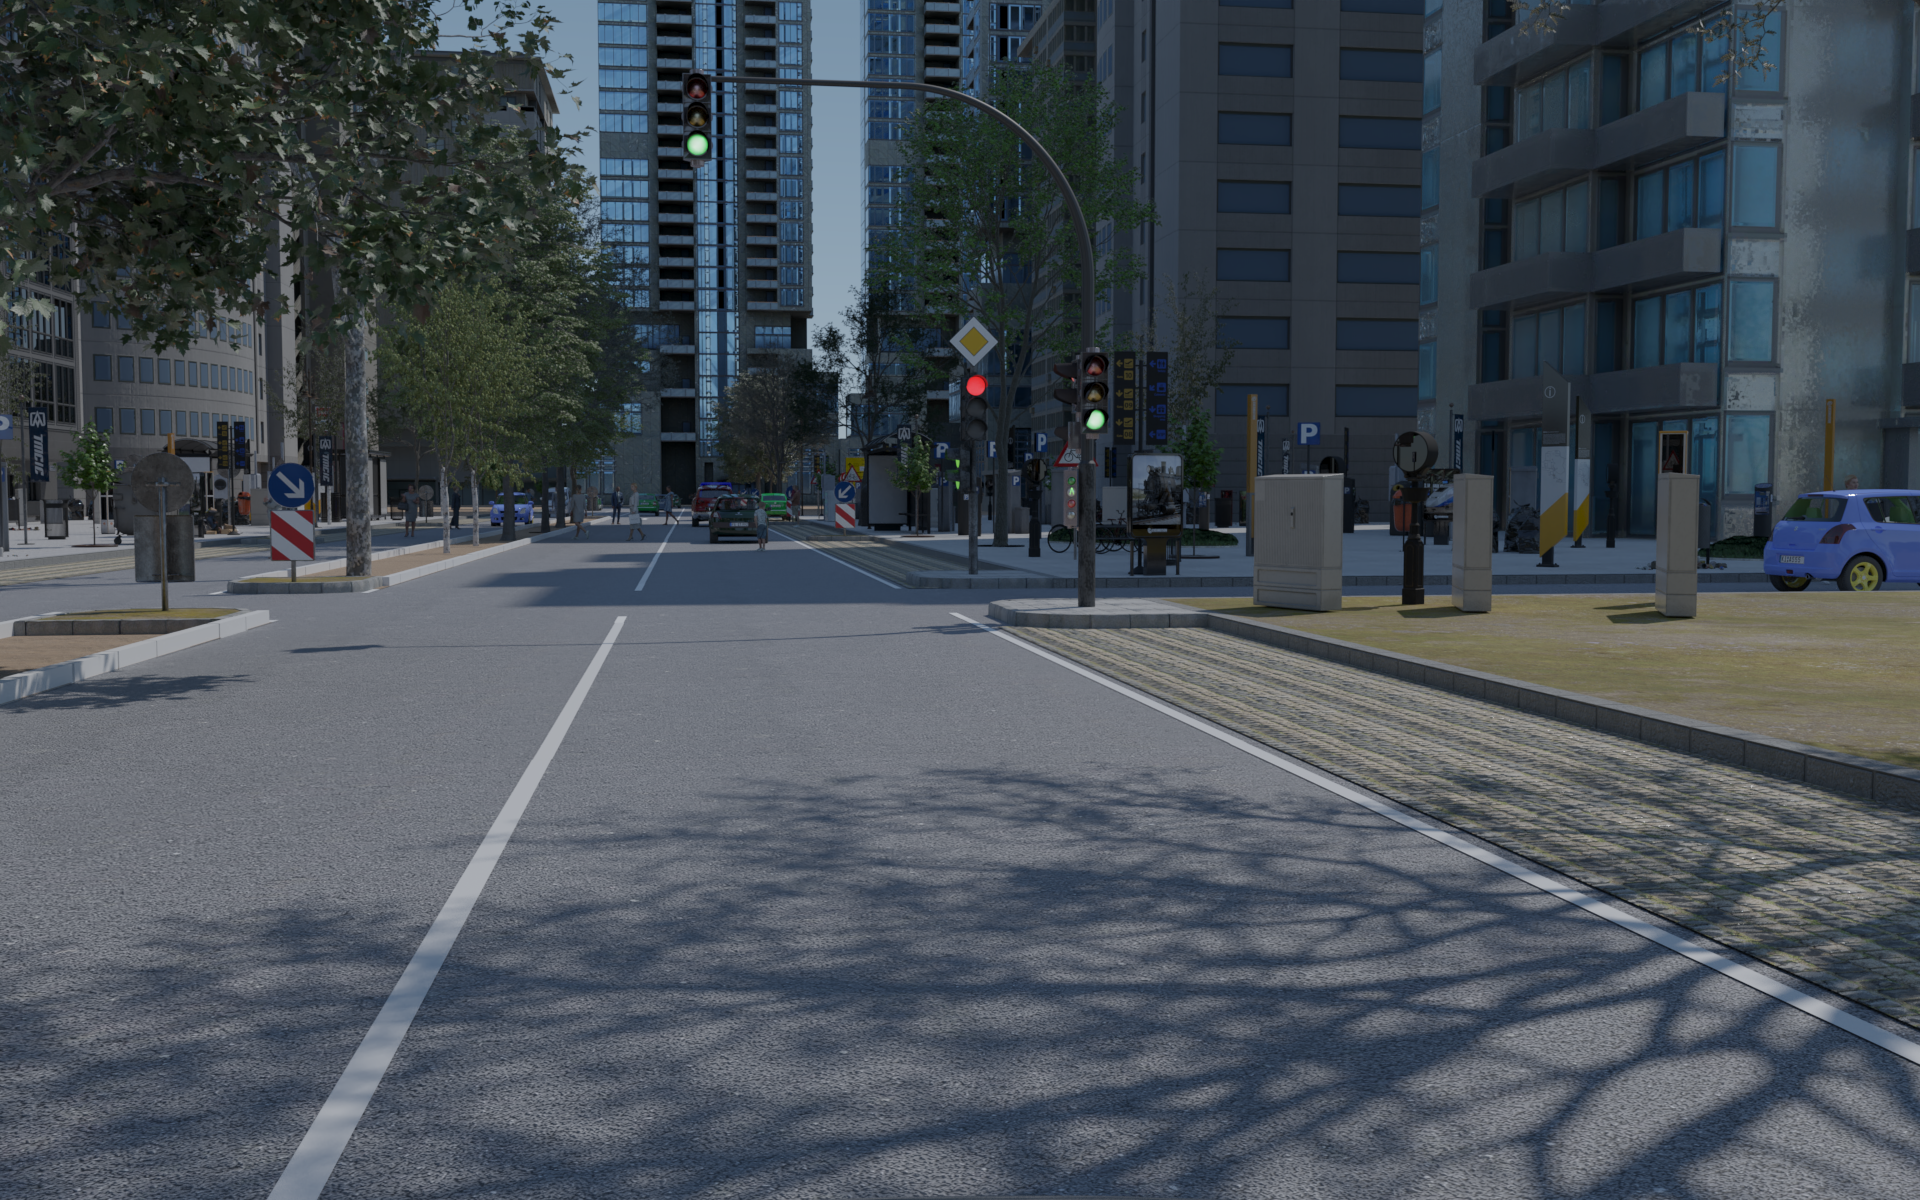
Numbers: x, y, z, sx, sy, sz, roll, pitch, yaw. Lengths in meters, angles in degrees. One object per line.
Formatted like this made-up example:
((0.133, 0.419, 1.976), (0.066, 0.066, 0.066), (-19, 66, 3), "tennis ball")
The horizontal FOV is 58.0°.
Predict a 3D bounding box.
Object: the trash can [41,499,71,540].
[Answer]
((-25.471, -2.273, 48.811), (0.748, 1.137, 0.748), (0, 3, 0), "trash can")

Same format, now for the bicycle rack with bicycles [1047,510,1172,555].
((3.344, -1.479, 37.559), (2.925, 0.926, 2.852), (0, 4, -6), "bicycle rack with bicycles")

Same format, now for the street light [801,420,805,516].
((-9.279, -7.888, 101.751), (0.468, 5.910, 1.993), (-1, 4, -9), "street light")

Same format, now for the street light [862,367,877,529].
((-3.316, -5.531, 63.228), (0.468, 5.910, 1.993), (-1, 4, -9), "street light")

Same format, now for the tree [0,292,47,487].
((-31.558, -6.458, 55.953), (4.360, 8.622, 3.978), (0, 3, 0), "tree")

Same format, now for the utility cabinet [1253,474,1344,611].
((3.738, -0.646, 19.243), (0.318, 1.500, 1.173), (-2, 4, -28), "utility cabinet")

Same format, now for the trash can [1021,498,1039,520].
((2.614, -3.226, 64.396), (0.748, 1.137, 0.748), (0, 3, 0), "trash can")

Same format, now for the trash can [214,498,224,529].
((-26.113, -2.988, 60.506), (0.748, 1.137, 0.748), (0, 3, 0), "trash can")

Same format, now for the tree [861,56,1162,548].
((1.088, -7.086, 41.613), (9.928, 11.665, 9.643), (0, 3, 0), "tree")

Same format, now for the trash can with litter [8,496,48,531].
((-33.091, -3.051, 60.934), (2.233, 1.210, 1.678), (1, 4, 16), "trash can with litter")

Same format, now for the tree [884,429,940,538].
((-1.176, -3.472, 51.375), (1.663, 3.219, 1.824), (0, 3, 0), "tree")

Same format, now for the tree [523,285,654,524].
((-18.502, -9.472, 83.087), (9.928, 11.665, 9.643), (0, 3, 0), "tree")

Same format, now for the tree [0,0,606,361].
((-7.560, -5.677, 12.279), (9.611, 12.733, 9.660), (0, 3, 0), "tree")

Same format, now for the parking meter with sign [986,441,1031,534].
((1.601, -3.662, 56.136), (0.543, 3.016, 1.738), (-3, 4, -37), "parking meter with sign")

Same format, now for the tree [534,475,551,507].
((-42.076, -11.015, 174.697), (1.663, 3.219, 1.824), (0, 3, 0), "tree")

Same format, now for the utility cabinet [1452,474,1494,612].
((5.677, -0.641, 19.167), (0.318, 1.500, 1.173), (1, 4, 10), "utility cabinet")

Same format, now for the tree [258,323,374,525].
((-26.674, -7.462, 72.365), (4.360, 8.622, 3.978), (0, 3, 0), "tree")

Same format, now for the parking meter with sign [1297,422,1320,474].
((8.696, -2.856, 42.952), (0.543, 3.016, 1.738), (1, 4, 15), "parking meter with sign")

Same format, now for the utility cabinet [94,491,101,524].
((-36.833, -4.029, 74.546), (0.318, 1.500, 1.173), (0, 4, 6), "utility cabinet")

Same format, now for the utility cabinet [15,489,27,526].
((-37.704, -3.722, 69.528), (0.318, 1.500, 1.173), (-2, 4, -34), "utility cabinet")

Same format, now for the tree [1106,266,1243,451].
((6.997, -6.445, 55.736), (4.360, 8.622, 3.978), (0, 3, 0), "tree")

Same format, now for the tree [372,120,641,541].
((-13.958, -8.097, 52.966), (7.486, 12.596, 7.792), (0, 3, 0), "tree")

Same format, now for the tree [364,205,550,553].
((-12.267, -5.403, 41.163), (4.737, 8.622, 4.395), (0, 3, 0), "tree")

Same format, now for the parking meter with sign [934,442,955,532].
((-0.480, -3.841, 59.059), (0.543, 3.016, 1.738), (0, 4, 8), "parking meter with sign")

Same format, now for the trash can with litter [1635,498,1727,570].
((12.421, -1.155, 29.946), (2.233, 1.210, 1.678), (-2, 4, -28), "trash can with litter")

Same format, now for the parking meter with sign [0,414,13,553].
((-21.474, -2.590, 38.600), (0.543, 3.016, 1.738), (-2, 4, -34), "parking meter with sign")

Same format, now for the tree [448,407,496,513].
((-33.475, -10.324, 119.159), (4.360, 8.622, 3.978), (0, 3, 0), "tree")

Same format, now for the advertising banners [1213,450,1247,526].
((10.595, -4.430, 68.617), (2.074, 3.025, 0.090), (-1, 4, -9), "advertising banners")

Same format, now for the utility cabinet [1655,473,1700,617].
((7.618, -0.593, 18.381), (0.318, 1.500, 1.173), (1, 4, 17), "utility cabinet")

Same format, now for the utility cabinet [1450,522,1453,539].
((14.332, -2.329, 49.233), (0.306, 1.237, 1.020), (-2, 4, -27), "utility cabinet")

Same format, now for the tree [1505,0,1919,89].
((5.609, -5.955, 7.733), (12.009, 13.543, 11.850), (0, 3, 0), "tree")

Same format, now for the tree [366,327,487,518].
((-28.456, -9.588, 91.176), (7.601, 10.594, 8.767), (0, 4, -7), "tree")

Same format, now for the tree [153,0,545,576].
((-11.808, -10.513, 30.241), (12.611, 20.169, 13.585), (0, 3, 0), "tree")

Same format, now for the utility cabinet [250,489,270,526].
((-27.689, -3.693, 69.060), (1.173, 1.500, 0.318), (1, 4, 18), "utility cabinet")

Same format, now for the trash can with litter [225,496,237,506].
((-40.189, -5.110, 94.940), (0.624, 1.170, 1.055), (3, 4, 36), "trash can with litter")

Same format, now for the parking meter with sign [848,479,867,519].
((-5.004, -5.617, 88.100), (0.543, 3.016, 1.738), (2, 4, 34), "parking meter with sign")

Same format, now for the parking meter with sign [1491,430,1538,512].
((15.358, -3.113, 47.151), (1.738, 3.016, 0.543), (1, 4, 17), "parking meter with sign")

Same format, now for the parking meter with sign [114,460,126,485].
((-42.455, -5.623, 88.202), (0.543, 3.016, 1.738), (-3, 5, -44), "parking meter with sign")

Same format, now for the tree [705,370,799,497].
((-20.426, -16.350, 173.977), (9.857, 13.997, 8.962), (0, 3, 0), "tree")

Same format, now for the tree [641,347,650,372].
((-17.039, -9.335, 73.218), (7.486, 12.596, 7.792), (0, 3, 0), "tree")

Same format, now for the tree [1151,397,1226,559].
((4.733, -2.454, 34.727), (1.663, 3.219, 1.824), (0, 3, 0), "tree")

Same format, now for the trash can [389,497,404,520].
((-27.395, -4.440, 84.242), (0.748, 1.137, 0.748), (0, 3, 0), "trash can")

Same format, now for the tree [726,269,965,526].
((-3.725, -8.261, 69.474), (7.601, 10.594, 8.767), (3, 4, 37), "tree")

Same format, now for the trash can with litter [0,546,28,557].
((-20.447, -1.496, 35.524), (2.233, 1.210, 1.678), (1, 4, 22), "trash can with litter")

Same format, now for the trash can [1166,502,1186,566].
((3.680, -1.194, 31.176), (0.748, 1.137, 0.748), (0, 3, 0), "trash can")

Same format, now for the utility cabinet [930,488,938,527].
((-0.892, -3.490, 65.735), (1.173, 1.500, 0.318), (1, 4, 21), "utility cabinet")

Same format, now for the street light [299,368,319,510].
((-23.943, -5.570, 63.856), (0.468, 5.910, 1.993), (-1, 4, -9), "street light")

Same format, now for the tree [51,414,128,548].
((-20.902, -2.897, 41.968), (1.663, 3.219, 1.824), (0, 3, 0), "tree")

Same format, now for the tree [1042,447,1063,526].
((4.155, -4.642, 70.493), (1.663, 3.219, 1.824), (0, 3, 0), "tree")

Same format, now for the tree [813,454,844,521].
((-6.292, -5.452, 83.743), (1.663, 3.219, 1.824), (0, 3, 0), "tree")

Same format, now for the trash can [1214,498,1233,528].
((10.006, -3.315, 65.859), (0.748, 1.137, 0.748), (0, 3, 0), "trash can")

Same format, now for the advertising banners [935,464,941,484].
((-0.754, -6.386, 100.605), (0.090, 3.025, 2.074), (3, 5, 44), "advertising banners")

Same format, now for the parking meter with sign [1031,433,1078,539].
((2.957, -3.220, 48.914), (1.738, 3.016, 0.543), (3, 4, 37), "parking meter with sign")

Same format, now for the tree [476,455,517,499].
((-36.387, -9.330, 136.260), (4.285, 4.588, 4.351), (0, 3, 0), "tree")

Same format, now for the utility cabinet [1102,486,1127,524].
((4.685, -2.576, 50.804), (0.318, 1.500, 1.173), (-3, 4, -37), "utility cabinet")
